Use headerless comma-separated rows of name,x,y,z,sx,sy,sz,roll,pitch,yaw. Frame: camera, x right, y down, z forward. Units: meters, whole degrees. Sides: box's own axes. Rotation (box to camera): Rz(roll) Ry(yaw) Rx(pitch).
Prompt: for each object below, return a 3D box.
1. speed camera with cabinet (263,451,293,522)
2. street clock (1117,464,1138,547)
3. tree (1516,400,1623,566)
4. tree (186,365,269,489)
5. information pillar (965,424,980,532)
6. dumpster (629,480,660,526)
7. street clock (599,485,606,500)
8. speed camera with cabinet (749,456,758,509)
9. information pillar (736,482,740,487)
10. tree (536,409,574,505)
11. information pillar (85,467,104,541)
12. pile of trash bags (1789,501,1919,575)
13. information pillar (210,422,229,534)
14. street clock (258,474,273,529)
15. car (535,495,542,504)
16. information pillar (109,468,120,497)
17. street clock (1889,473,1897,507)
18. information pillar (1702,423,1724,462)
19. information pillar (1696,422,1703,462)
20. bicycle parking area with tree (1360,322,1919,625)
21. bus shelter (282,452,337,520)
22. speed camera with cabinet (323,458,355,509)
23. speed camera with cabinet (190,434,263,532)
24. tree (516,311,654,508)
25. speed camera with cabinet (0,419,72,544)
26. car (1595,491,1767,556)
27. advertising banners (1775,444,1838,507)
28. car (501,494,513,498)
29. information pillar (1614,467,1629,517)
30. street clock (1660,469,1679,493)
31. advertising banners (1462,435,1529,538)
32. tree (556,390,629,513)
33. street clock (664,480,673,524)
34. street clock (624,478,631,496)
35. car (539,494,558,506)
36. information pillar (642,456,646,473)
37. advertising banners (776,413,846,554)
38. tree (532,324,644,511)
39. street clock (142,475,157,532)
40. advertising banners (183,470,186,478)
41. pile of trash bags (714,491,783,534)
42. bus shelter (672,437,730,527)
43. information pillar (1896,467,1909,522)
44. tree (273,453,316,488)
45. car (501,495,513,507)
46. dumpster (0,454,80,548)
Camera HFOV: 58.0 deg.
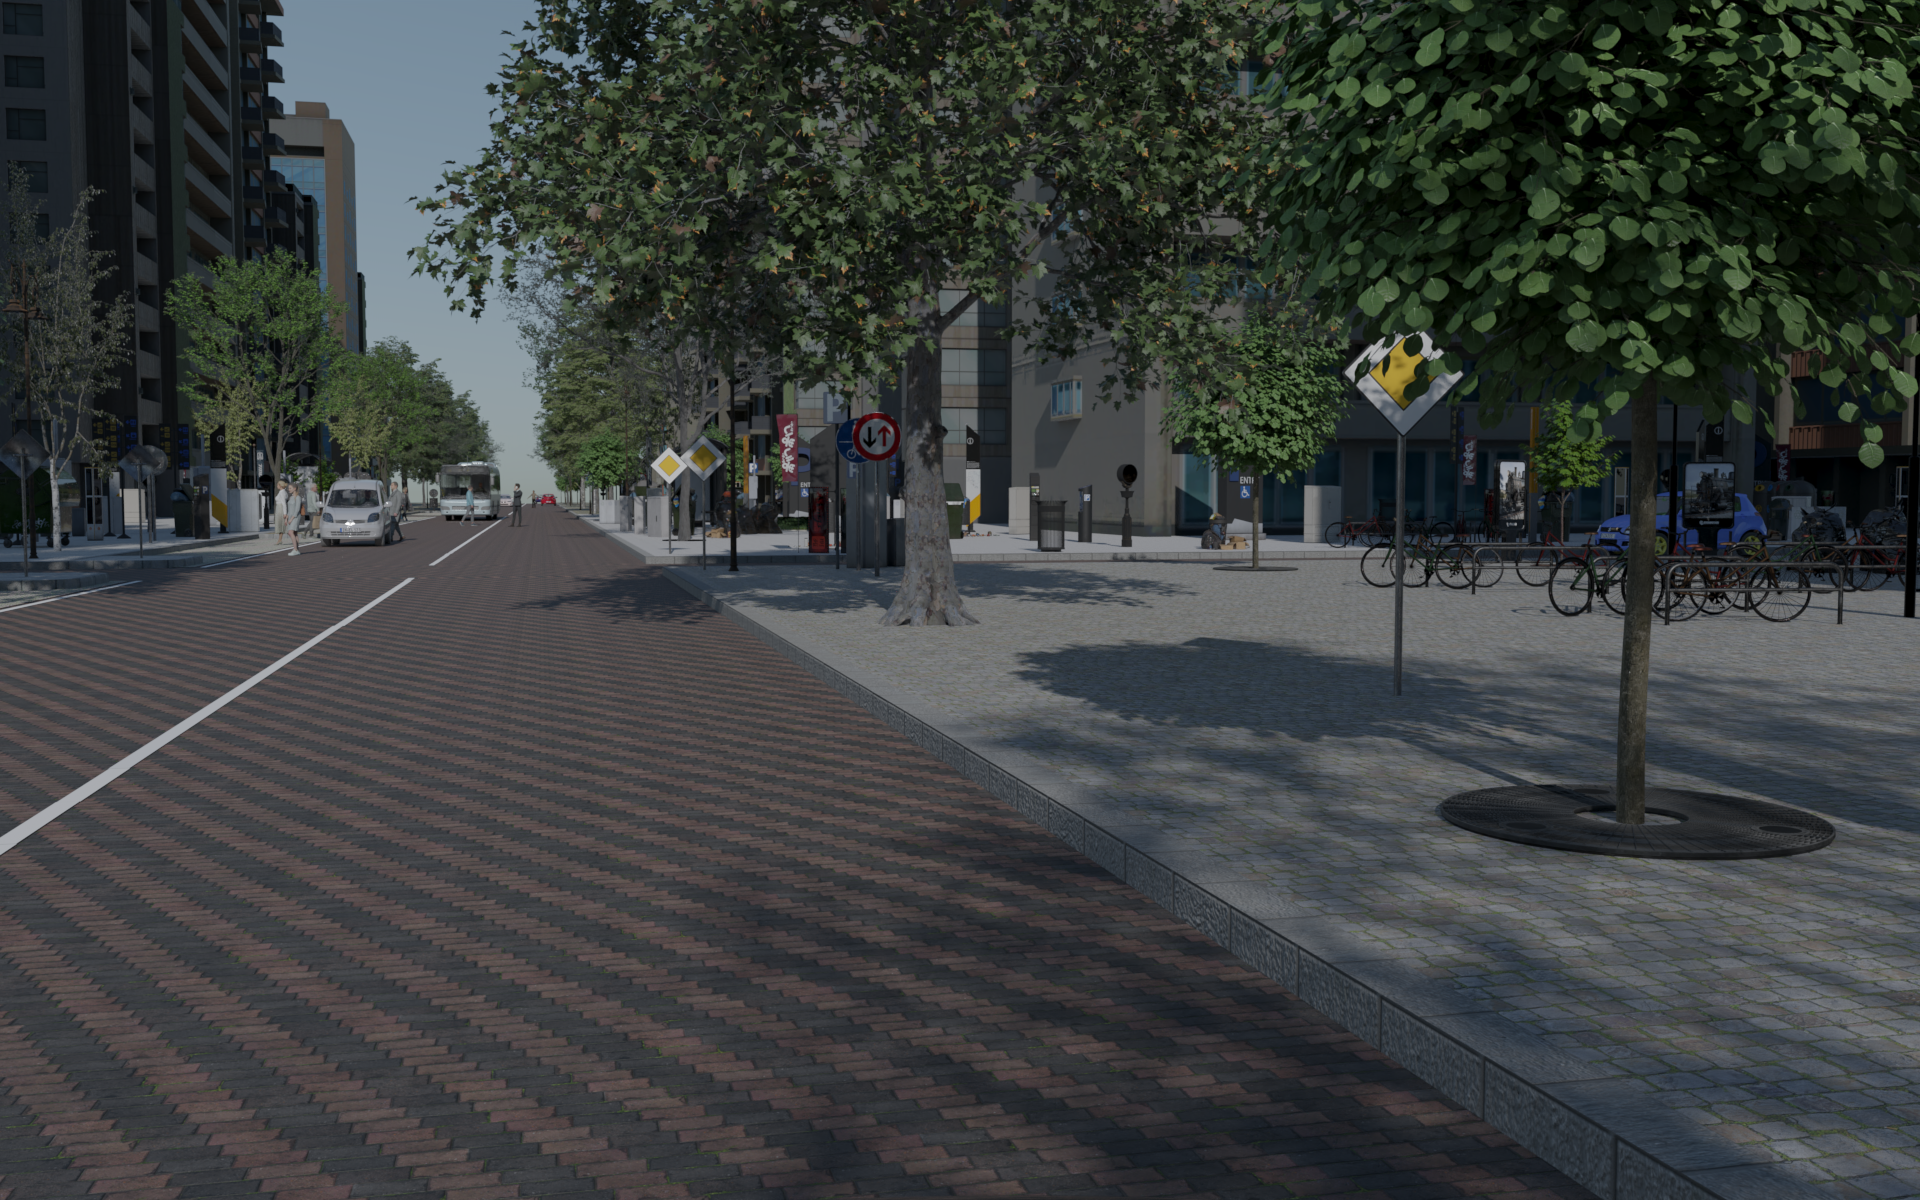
speed camera with cabinet,-31.310,-5.141,78.395,2.038,3.252,0.660,-1,4,-11
street clock,4.035,-2.280,41.850,0.471,2.002,0.358,-2,4,-32
tree,10.376,-2.151,29.775,1.663,3.219,1.824,0,3,0
tree,-40.080,-8.879,95.536,4.737,8.622,4.395,0,3,0
information pillar,0.431,-4.085,58.142,0.504,3.616,0.183,1,4,9
dumpster,-12.922,-3.999,71.144,1.264,1.857,1.865,-1,4,-13
street clock,-20.156,-5.701,97.780,0.471,2.002,0.358,3,4,38
speed camera with cabinet,-10.908,-5.818,89.464,0.660,3.252,2.038,-1,4,-15
information pillar,-13.358,-6.070,103.732,0.304,2.012,0.304,-3,4,-36
tree,-44.584,-16.617,197.444,9.928,11.665,9.643,0,3,0
information pillar,-23.757,-2.632,47.530,0.304,2.012,0.304,2,4,24
pile of trash bags,15.326,-1.129,28.207,3.447,1.369,1.912,2,4,33
information pillar,-24.072,-3.970,56.270,0.504,3.616,0.183,-2,4,-26
street clock,-25.364,-3.592,63.300,0.471,2.002,0.358,-2,4,-27
car,-62.471,-15.031,258.331,1.945,1.354,3.894,-1,4,-15
information pillar,-32.109,-4.548,65.716,0.504,3.616,0.183,2,4,24
street clock,32.535,-3.407,60.274,0.358,2.002,0.471,0,4,2
information pillar,21.282,-3.517,48.861,0.504,3.616,0.183,1,4,18
information pillar,23.116,-3.840,54.137,0.183,3.616,0.504,3,5,43
bicycle parking area with tree,9.545,-2.049,20.506,9.016,4.147,8.231,1,4,9
bus shelter,-32.533,-5.671,86.643,2.014,3.302,5.546,-1,4,-14
speed camera with cabinet,-34.562,-6.244,96.427,2.038,3.252,0.660,2,4,28
speed camera with cabinet,-24.602,-3.890,57.932,2.038,3.252,0.660,-2,4,-35
tree,-33.588,-18.310,155.264,12.611,20.169,13.585,0,3,0
speed camera with cabinet,-23.966,-3.064,44.432,2.038,3.252,0.660,-1,4,-9
car,16.141,-1.792,38.888,3.694,1.707,1.945,-1,4,-14
advertising banners,29.252,-3.897,59.906,2.074,3.025,0.090,3,5,41
car,-54.655,-12.109,207.764,2.009,1.686,4.222,-1,4,-14
information pillar,18.160,-2.635,47.567,0.304,2.012,0.304,2,4,33
street clock,20.453,-2.778,49.989,0.471,2.002,0.358,2,4,34
advertising banners,15.621,-3.332,50.673,2.074,3.025,0.090,2,4,31
tree,-24.005,-10.059,114.834,4.737,8.622,4.395,0,3,0
street clock,-12.492,-4.272,74.411,0.358,2.002,0.471,2,4,31
street clock,-14.532,-4.366,75.947,0.358,2.002,0.471,-1,4,-17
car,-49.722,-12.244,209.227,2.155,1.783,4.494,-1,4,-14
information pillar,-19.165,-6.942,104.849,0.504,3.616,0.183,2,4,33
advertising banners,-3.034,-2.524,37.460,2.074,3.025,0.090,1,4,21
tree,-27.415,-13.689,130.466,9.857,13.997,8.962,0,3,0
street clock,-27.215,-3.279,58.189,0.471,2.002,0.358,-1,4,-18
advertising banners,-29.125,-4.201,64.877,0.090,3.025,2.074,-2,4,-29
pile of trash bags,-7.147,-2.872,56.709,1.912,1.369,3.447,-2,4,-25
bus shelter,-9.717,-4.322,64.592,2.014,3.302,5.546,-1,4,-14
information pillar,25.230,-2.558,46.319,0.304,2.012,0.304,1,4,12
tree,-31.277,-5.288,81.053,1.663,3.219,1.824,0,3,0
car,-51.441,-11.201,195.494,2.083,1.381,4.827,-1,4,-13
dumpster,-22.346,-2.410,41.902,1.502,2.255,1.985,-1,4,-13
